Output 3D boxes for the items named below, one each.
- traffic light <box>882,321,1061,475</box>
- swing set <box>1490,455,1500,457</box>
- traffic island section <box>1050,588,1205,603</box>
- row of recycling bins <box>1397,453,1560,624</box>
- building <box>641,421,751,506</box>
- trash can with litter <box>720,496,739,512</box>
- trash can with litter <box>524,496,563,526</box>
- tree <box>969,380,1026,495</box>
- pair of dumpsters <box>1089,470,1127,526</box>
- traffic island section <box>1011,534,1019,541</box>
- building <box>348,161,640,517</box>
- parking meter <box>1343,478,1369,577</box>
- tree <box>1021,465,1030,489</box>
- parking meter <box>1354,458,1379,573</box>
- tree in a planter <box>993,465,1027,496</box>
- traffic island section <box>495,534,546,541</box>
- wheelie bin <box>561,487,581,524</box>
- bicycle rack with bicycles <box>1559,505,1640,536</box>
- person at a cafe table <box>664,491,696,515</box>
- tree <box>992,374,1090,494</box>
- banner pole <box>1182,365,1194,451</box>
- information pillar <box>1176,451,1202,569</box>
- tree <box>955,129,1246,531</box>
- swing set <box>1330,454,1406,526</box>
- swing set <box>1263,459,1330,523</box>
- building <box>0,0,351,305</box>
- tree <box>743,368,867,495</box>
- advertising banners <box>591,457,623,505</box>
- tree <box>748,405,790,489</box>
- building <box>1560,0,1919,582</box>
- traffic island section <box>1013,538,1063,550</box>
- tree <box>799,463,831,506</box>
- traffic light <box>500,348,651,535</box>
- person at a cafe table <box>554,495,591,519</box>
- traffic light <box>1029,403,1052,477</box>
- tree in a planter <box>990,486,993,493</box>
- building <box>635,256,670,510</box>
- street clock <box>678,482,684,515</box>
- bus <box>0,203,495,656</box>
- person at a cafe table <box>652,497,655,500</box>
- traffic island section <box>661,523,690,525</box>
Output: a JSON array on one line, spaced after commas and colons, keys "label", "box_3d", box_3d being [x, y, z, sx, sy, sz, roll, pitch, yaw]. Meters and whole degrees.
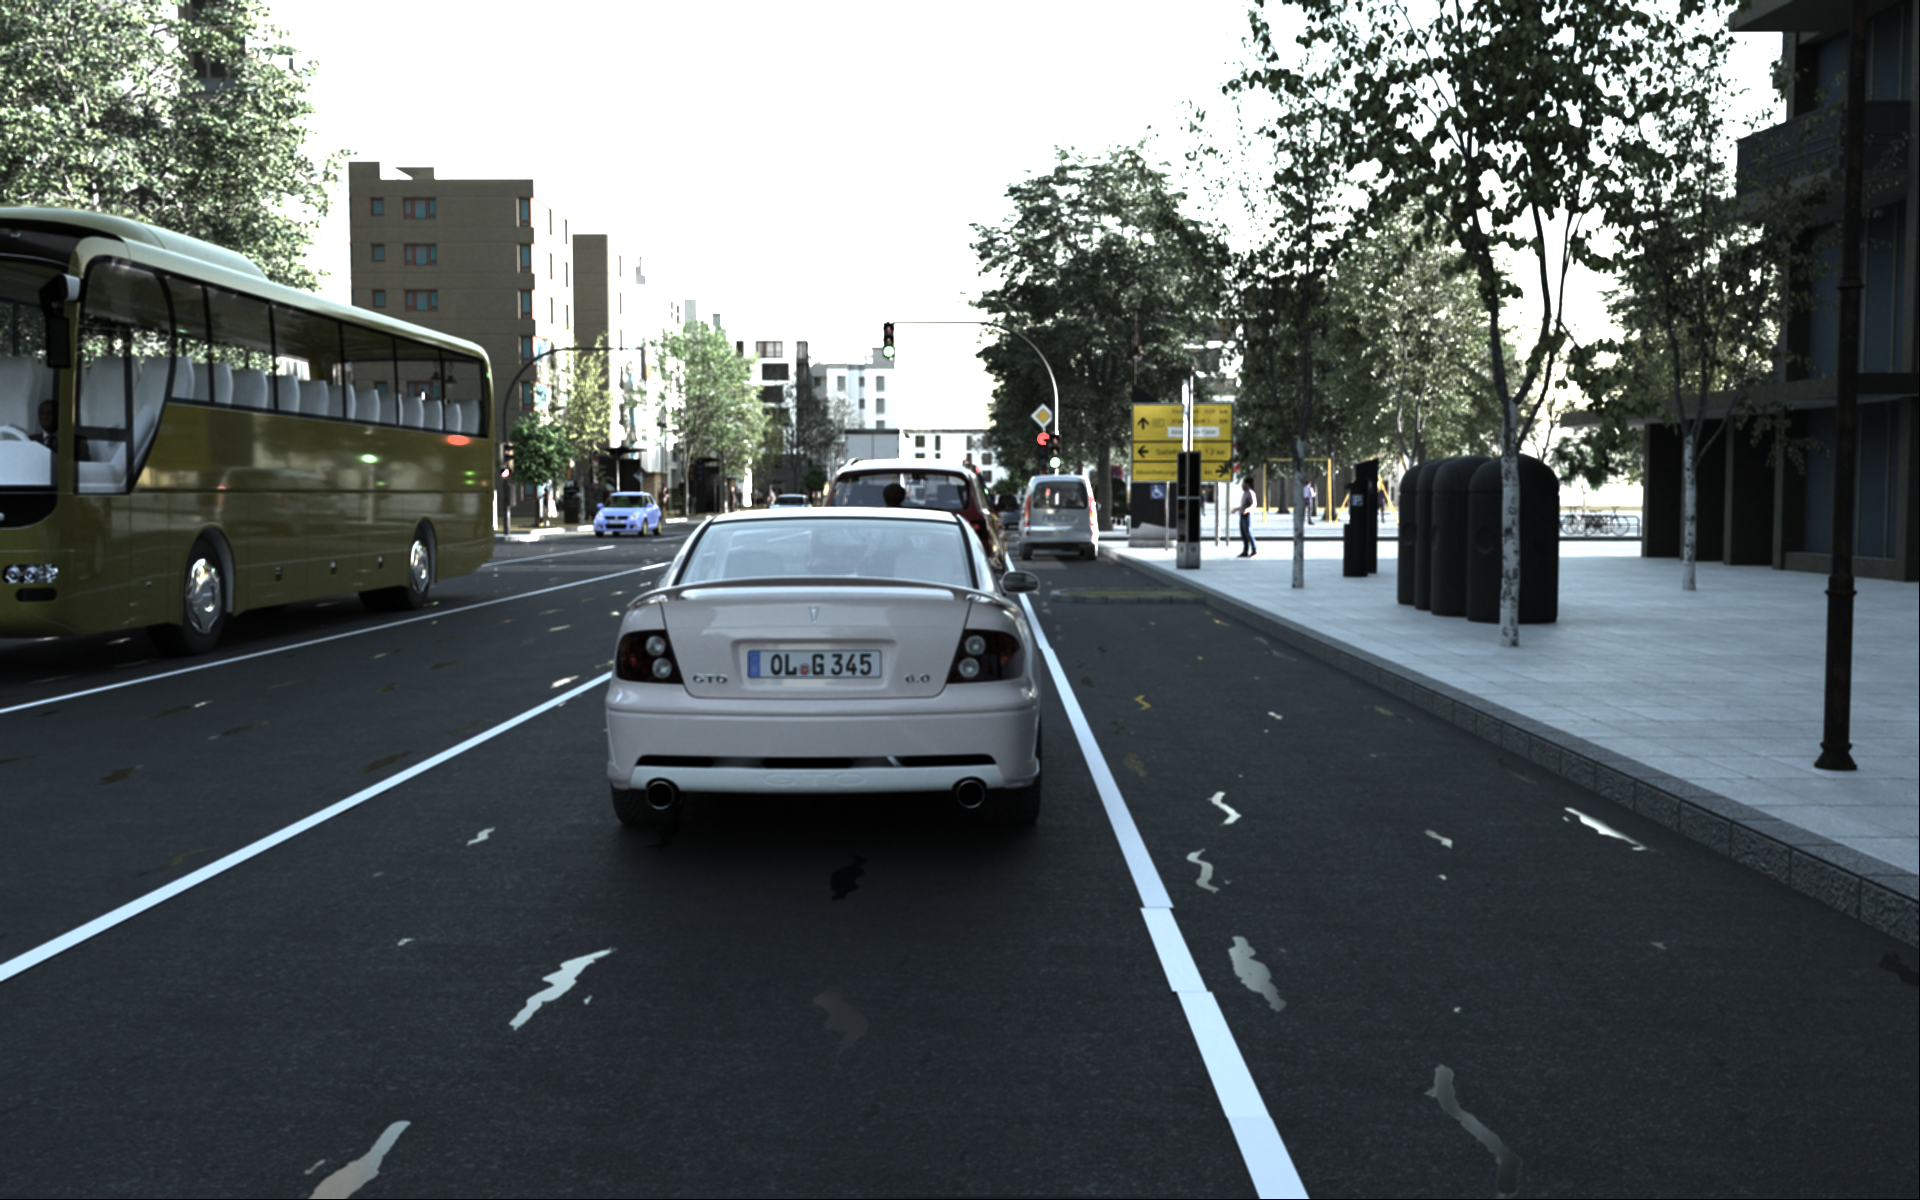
[{"label": "traffic light", "box_3d": [0.367, -4.334, 45.530, 4.771, 5.953, 1.251, 0, 4, 1]}, {"label": "swing set", "box_3d": [21.477, -4.482, 70.896, 2.862, 2.851, 3.119, 0, 4, -2]}, {"label": "traffic island section", "box_3d": [2.239, -0.052, 23.719, 1.991, 0.108, 1.994, 0, 4, 1]}, {"label": "row of recycling bins", "box_3d": [5.511, -0.711, 18.742, 1.069, 1.692, 3.534, 0, 4, 0]}, {"label": "building", "box_3d": [-37.764, -15.335, 192.877, 28.070, 9.664, 9.099, 0, 4, 1]}, {"label": "trash can with litter", "box_3d": [-16.649, -6.979, 125.171, 1.678, 1.210, 2.233, -3, 5, -40]}, {"label": "trash can with litter", "box_3d": [-16.844, -3.622, 70.275, 1.678, 1.210, 2.233, 0, 4, -3]}, {"label": "tree", "box_3d": [6.001, -15.603, 165.475, 12.009, 13.543, 11.850, 0, 3, 0]}, {"label": "pair of dumpsters", "box_3d": [6.129, -4.240, 71.813, 1.574, 2.255, 4.437, 0, 4, 1]}, {"label": "traffic island section", "box_3d": [2.590, -1.924, 53.745, 2.009, 0.180, 2.903, 0, 4, 1]}, {"label": "building", "box_3d": [-36.939, -16.189, 109.732, 27.650, 21.520, 28.899, 0, 4, 1]}, {"label": "parking meter", "box_3d": [6.152, -1.131, 26.902, 0.372, 1.533, 0.369, 0, 3, 0]}, {"label": "tree", "box_3d": [6.832, -10.399, 153.732, 4.285, 4.588, 4.351, 0, 3, 0]}, {"label": "parking meter", "box_3d": [6.570, -1.369, 28.095, 0.399, 1.863, 0.255, 1, 4, 12]}, {"label": "tree in a planter", "box_3d": [3.184, -6.612, 105.335, 1.991, 3.239, 1.994, 0, 4, 1]}, {"label": "traffic island section", "box_3d": [-14.130, -1.936, 53.939, 2.009, 0.180, 2.903, 0, 4, 1]}, {"label": "wheelie bin", "box_3d": [-16.851, -4.115, 75.195, 0.980, 1.594, 0.693, -1, 4, -9]}, {"label": "bicycle rack with bicycles", "box_3d": [19.710, -2.495, 54.174, 2.925, 0.926, 2.852, -1, 4, -9]}, {"label": "person at a cafe table", "box_3d": [-16.692, -5.845, 104.088, 1.622, 1.524, 1.698, 1, 4, 15]}, {"label": "tree", "box_3d": [5.822, -11.123, 116.279, 7.601, 10.594, 8.767, 0, 4, -2]}, {"label": "banner pole", "box_3d": [4.387, -2.659, 33.498, 0.401, 3.779, 0.863, 1, 4, 21]}, {"label": "information pillar", "box_3d": [3.924, -1.542, 29.711, 0.304, 2.012, 0.304, -2, 4, -30]}, {"label": "tree", "box_3d": [4.911, -9.378, 59.992, 9.857, 13.997, 8.962, 0, 3, 0]}, {"label": "swing set", "box_3d": [16.705, -4.334, 68.486, 2.862, 2.851, 3.119, -1, 4, -10]}, {"label": "swing set", "box_3d": [15.094, -4.859, 77.067, 3.119, 2.851, 2.862, 1, 4, 9]}, {"label": "building", "box_3d": [-40.815, -23.421, 74.821, 32.217, 40.220, 23.993, 0, 4, 1]}, {"label": "tree", "box_3d": [-15.971, -15.785, 168.457, 12.009, 13.543, 11.850, 0, 3, 0]}, {"label": "advertising banners", "box_3d": [-16.604, -5.225, 81.618, 0.090, 3.025, 2.074, 2, 4, 35]}, {"label": "tree", "box_3d": [-15.610, -11.693, 141.547, 4.737, 8.622, 4.395, 0, 3, 0]}, {"label": "building", "box_3d": [23.374, -22.429, 21.344, 22.147, 44.769, 28.867, 0, 4, 1]}, {"label": "traffic island section", "box_3d": [2.500, -1.436, 45.761, 2.009, 0.180, 2.903, 0, 4, 1]}, {"label": "tree", "box_3d": [-14.940, -11.987, 179.708, 4.285, 4.588, 4.351, 0, 3, 0]}, {"label": "traffic light", "box_3d": [-11.997, -4.841, 53.816, 4.771, 5.953, 1.251, 0, 4, 1]}, {"label": "person at a cafe table", "box_3d": [-20.230, -4.839, 89.984, 1.726, 1.238, 1.698, 1, 4, 18]}, {"label": "traffic light", "box_3d": [2.551, -3.958, 53.632, 0.839, 4.253, 0.868, 0, 4, 1]}, {"label": "tree in a planter", "box_3d": [3.743, -9.704, 155.887, 1.991, 3.239, 1.994, 0, 4, 1]}, {"label": "building", "box_3d": [-31.536, -17.073, 135.567, 16.016, 20.091, 11.380, 0, 4, 1]}, {"label": "street clock", "box_3d": [-17.168, -6.276, 107.183, 0.471, 2.002, 0.358, -3, 5, -43]}, {"label": "bus", "box_3d": [-7.890, -1.653, 18.571, 2.896, 3.916, 12.252, 0, 4, 0]}, {"label": "person at a cafe table", "box_3d": [-20.630, -6.181, 111.923, 1.726, 1.238, 1.698, 1, 4, 9]}, {"label": "traffic island section", "box_3d": [-13.516, -3.475, 79.689, 1.991, 0.108, 1.994, 0, 4, 1]}]
